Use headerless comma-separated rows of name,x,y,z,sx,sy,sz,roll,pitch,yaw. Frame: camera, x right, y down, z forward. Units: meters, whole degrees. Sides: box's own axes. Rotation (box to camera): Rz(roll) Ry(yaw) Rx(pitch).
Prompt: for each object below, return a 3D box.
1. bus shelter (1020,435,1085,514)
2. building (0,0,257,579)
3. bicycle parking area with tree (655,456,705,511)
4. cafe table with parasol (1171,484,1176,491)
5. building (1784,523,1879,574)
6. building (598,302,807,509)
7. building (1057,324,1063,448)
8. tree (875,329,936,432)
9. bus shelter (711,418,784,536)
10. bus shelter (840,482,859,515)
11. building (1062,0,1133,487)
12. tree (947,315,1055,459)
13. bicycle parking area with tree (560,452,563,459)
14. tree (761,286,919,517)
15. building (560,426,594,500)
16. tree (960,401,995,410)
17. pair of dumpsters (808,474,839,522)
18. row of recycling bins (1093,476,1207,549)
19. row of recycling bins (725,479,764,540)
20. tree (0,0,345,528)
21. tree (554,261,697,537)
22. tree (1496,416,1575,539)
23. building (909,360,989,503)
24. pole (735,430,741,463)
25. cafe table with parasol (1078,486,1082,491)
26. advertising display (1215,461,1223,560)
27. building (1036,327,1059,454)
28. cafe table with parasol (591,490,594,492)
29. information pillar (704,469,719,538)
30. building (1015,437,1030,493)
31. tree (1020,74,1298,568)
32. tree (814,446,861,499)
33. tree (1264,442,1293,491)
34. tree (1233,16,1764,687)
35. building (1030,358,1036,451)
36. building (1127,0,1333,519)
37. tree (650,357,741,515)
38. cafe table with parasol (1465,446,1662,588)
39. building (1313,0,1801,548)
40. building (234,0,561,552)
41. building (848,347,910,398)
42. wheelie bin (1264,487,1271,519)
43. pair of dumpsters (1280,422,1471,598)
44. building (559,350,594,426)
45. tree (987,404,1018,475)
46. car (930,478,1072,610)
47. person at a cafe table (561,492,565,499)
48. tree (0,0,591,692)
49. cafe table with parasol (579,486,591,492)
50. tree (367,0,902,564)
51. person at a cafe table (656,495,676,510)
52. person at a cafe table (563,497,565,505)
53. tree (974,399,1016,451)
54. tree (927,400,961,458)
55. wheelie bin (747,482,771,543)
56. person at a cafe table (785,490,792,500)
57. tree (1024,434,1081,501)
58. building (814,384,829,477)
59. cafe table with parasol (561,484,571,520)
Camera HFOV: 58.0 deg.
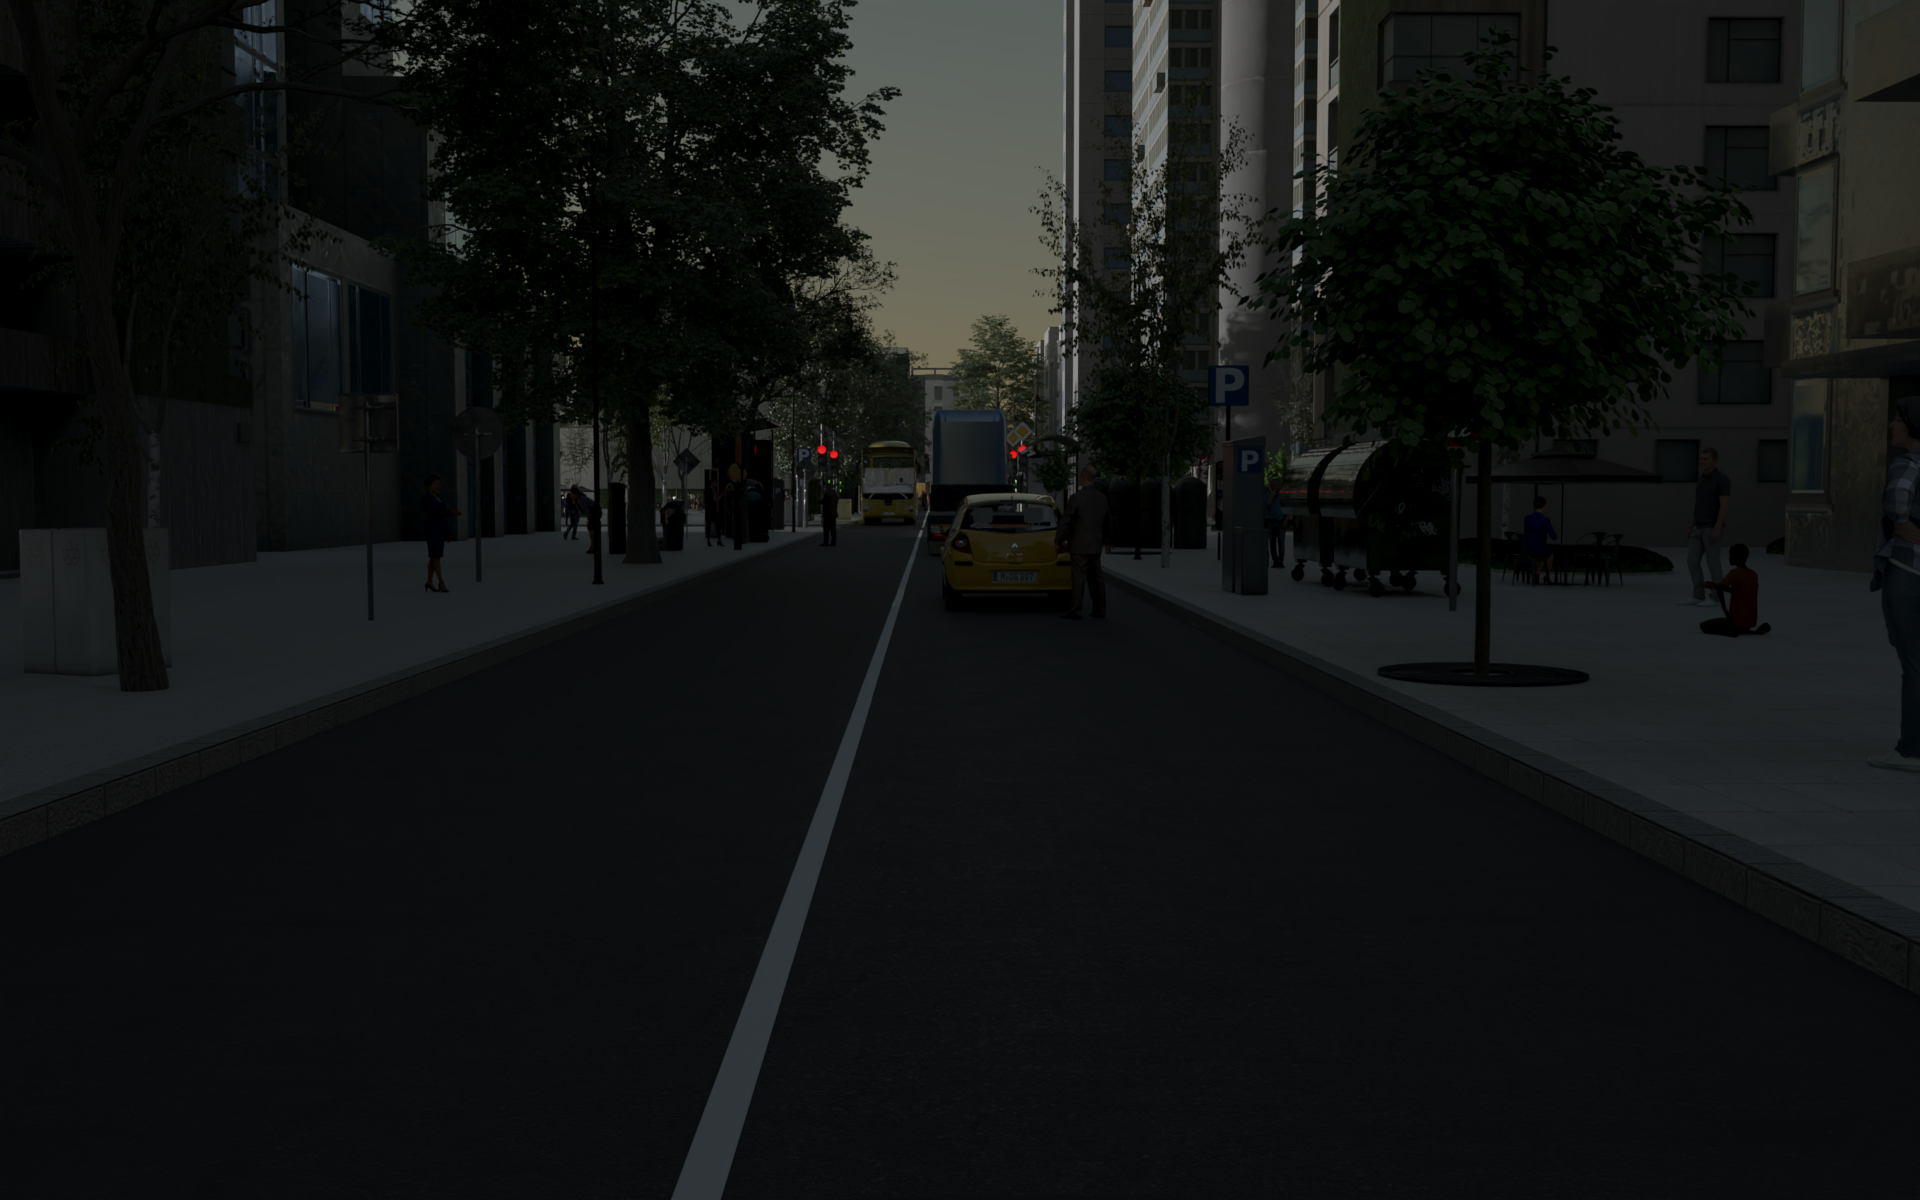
bus shelter,3.260,-4.146,61.712,2.014,3.302,5.546,0,4,-1
building,-20.278,-15.494,25.032,14.160,30.474,14.107,0,4,-1
bicycle parking area with tree,-22.305,-9.023,134.520,9.016,4.147,8.231,0,4,-6
cafe table with parasol,8.777,-4.411,76.985,2.610,1.966,2.610,3,4,37
building,24.395,-24.290,16.754,23.786,49.044,30.456,0,4,-1
building,-23.464,-18.309,165.816,16.747,18.905,31.486,0,4,-1
building,17.663,-19.183,170.063,16.016,20.091,11.380,0,4,-1
tree,-9.073,-21.152,201.717,12.611,20.169,13.585,0,3,0
bus shelter,-6.840,-3.977,56.314,1.731,3.624,6.357,0,4,-1
bus shelter,-7.128,-7.310,110.797,1.731,3.624,6.357,0,4,-1
building,18.419,-36.124,132.619,21.231,58.520,28.212,0,4,-1
tree,2.517,-11.700,109.423,7.486,12.596,7.792,0,3,0
bicycle parking area with tree,-29.650,-7.930,116.658,8.231,4.147,9.016,0,4,7
tree,-7.325,-10.948,96.009,9.611,12.733,9.660,0,3,0
building,-41.513,-16.578,213.201,28.070,9.664,9.099,0,4,-1
tree,1.903,-16.175,190.220,9.928,11.665,9.643,0,3,0
pair of dumpsters,-6.637,-4.889,82.432,1.574,2.255,4.437,0,4,-1
row of recycling bins,4.377,-2.101,41.468,3.534,1.692,1.069,3,5,42
row of recycling bins,-6.118,-2.588,49.435,1.069,1.692,3.534,-1,4,-12
tree,-9.930,-4.345,21.399,4.360,8.622,3.978,0,3,0
tree,-10.206,-6.183,51.451,4.737,8.622,4.395,0,3,0
tree,12.202,-5.345,37.746,4.737,8.622,4.395,0,3,0
building,-1.652,-24.058,249.772,11.380,20.091,16.016,0,4,-1
pole,-6.723,-3.589,52.523,0.158,3.312,0.155,0,3,0
cafe table with parasol,7.327,-5.572,95.960,2.610,1.966,2.610,2,4,28
advertising display,5.352,-1.715,33.247,0.974,1.923,0.123,3,5,39
building,17.672,-19.880,191.501,16.747,18.905,31.486,0,4,-1
cafe table with parasol,-31.367,-8.467,143.297,2.610,1.966,2.610,2,4,31
information pillar,-7.261,-2.821,50.611,0.304,2.012,0.304,-3,5,-43
building,18.116,-18.667,247.349,28.070,9.664,9.099,0,4,-1
tree,3.338,-4.865,29.901,4.360,8.622,3.978,0,3,0
tree,-7.342,-7.390,104.534,4.285,4.588,4.351,0,3,0
tree,12.028,-4.279,64.556,1.663,3.219,1.824,0,3,0
tree,3.620,-1.738,12.135,4.285,4.588,4.351,0,3,0
building,16.776,-21.800,212.846,16.016,20.091,11.380,0,4,-1
building,22.507,-24.903,99.051,23.993,40.220,32.217,0,4,-1
tree,-17.403,-11.152,108.096,9.928,11.665,9.643,0,3,0
cafe table with parasol,8.503,-1.198,24.455,2.610,1.966,2.610,1,4,20
building,16.995,-22.233,47.099,14.154,41.232,14.086,0,4,-1
building,-29.117,-44.844,45.869,31.000,86.520,22.319,0,4,-1
building,-23.747,-25.139,255.001,32.646,21.610,27.936,0,4,-1
wheelie bin,13.242,-4.138,75.562,0.980,1.594,0.693,-3,5,-42
pair of dumpsters,5.530,-1.278,23.389,1.574,2.255,4.437,0,4,-1
building,-67.955,-25.113,254.568,32.646,21.610,27.936,0,4,-1
tree,2.638,-14.480,171.160,7.601,10.594,8.767,1,4,20
car,0.615,-0.773,22.863,2.015,1.641,3.980,0,4,-1
person at a cafe table,-30.627,-7.723,134.788,1.698,1.524,1.622,1,4,19
tree,-5.658,-4.697,11.207,7.601,10.594,8.767,2,4,25
cafe table with parasol,-25.027,-6.295,107.786,2.610,1.966,2.610,2,4,30
tree,-5.908,-7.648,31.693,9.857,13.997,8.962,0,3,0
person at a cafe table,-24.409,-8.120,143.619,1.726,1.238,1.698,-3,5,-40
person at a cafe table,-30.446,-7.245,129.316,1.726,1.238,1.698,-3,5,-41
tree,1.959,-11.012,130.411,4.360,8.622,3.978,0,3,0
tree,0.600,-19.328,226.385,12.009,13.543,11.850,0,3,0
wheelie bin,-5.389,-2.326,45.940,0.693,1.594,0.980,-1,4,-14
person at a cafe table,-10.897,-6.257,110.820,1.698,1.524,1.622,-3,5,-39
tree,3.089,-3.695,55.007,1.663,3.219,1.824,0,3,0
building,-21.736,-21.601,209.598,11.380,20.091,16.016,0,4,-1
cafe table with parasol,-20.237,-4.894,84.877,2.610,1.966,2.610,-1,4,-18
